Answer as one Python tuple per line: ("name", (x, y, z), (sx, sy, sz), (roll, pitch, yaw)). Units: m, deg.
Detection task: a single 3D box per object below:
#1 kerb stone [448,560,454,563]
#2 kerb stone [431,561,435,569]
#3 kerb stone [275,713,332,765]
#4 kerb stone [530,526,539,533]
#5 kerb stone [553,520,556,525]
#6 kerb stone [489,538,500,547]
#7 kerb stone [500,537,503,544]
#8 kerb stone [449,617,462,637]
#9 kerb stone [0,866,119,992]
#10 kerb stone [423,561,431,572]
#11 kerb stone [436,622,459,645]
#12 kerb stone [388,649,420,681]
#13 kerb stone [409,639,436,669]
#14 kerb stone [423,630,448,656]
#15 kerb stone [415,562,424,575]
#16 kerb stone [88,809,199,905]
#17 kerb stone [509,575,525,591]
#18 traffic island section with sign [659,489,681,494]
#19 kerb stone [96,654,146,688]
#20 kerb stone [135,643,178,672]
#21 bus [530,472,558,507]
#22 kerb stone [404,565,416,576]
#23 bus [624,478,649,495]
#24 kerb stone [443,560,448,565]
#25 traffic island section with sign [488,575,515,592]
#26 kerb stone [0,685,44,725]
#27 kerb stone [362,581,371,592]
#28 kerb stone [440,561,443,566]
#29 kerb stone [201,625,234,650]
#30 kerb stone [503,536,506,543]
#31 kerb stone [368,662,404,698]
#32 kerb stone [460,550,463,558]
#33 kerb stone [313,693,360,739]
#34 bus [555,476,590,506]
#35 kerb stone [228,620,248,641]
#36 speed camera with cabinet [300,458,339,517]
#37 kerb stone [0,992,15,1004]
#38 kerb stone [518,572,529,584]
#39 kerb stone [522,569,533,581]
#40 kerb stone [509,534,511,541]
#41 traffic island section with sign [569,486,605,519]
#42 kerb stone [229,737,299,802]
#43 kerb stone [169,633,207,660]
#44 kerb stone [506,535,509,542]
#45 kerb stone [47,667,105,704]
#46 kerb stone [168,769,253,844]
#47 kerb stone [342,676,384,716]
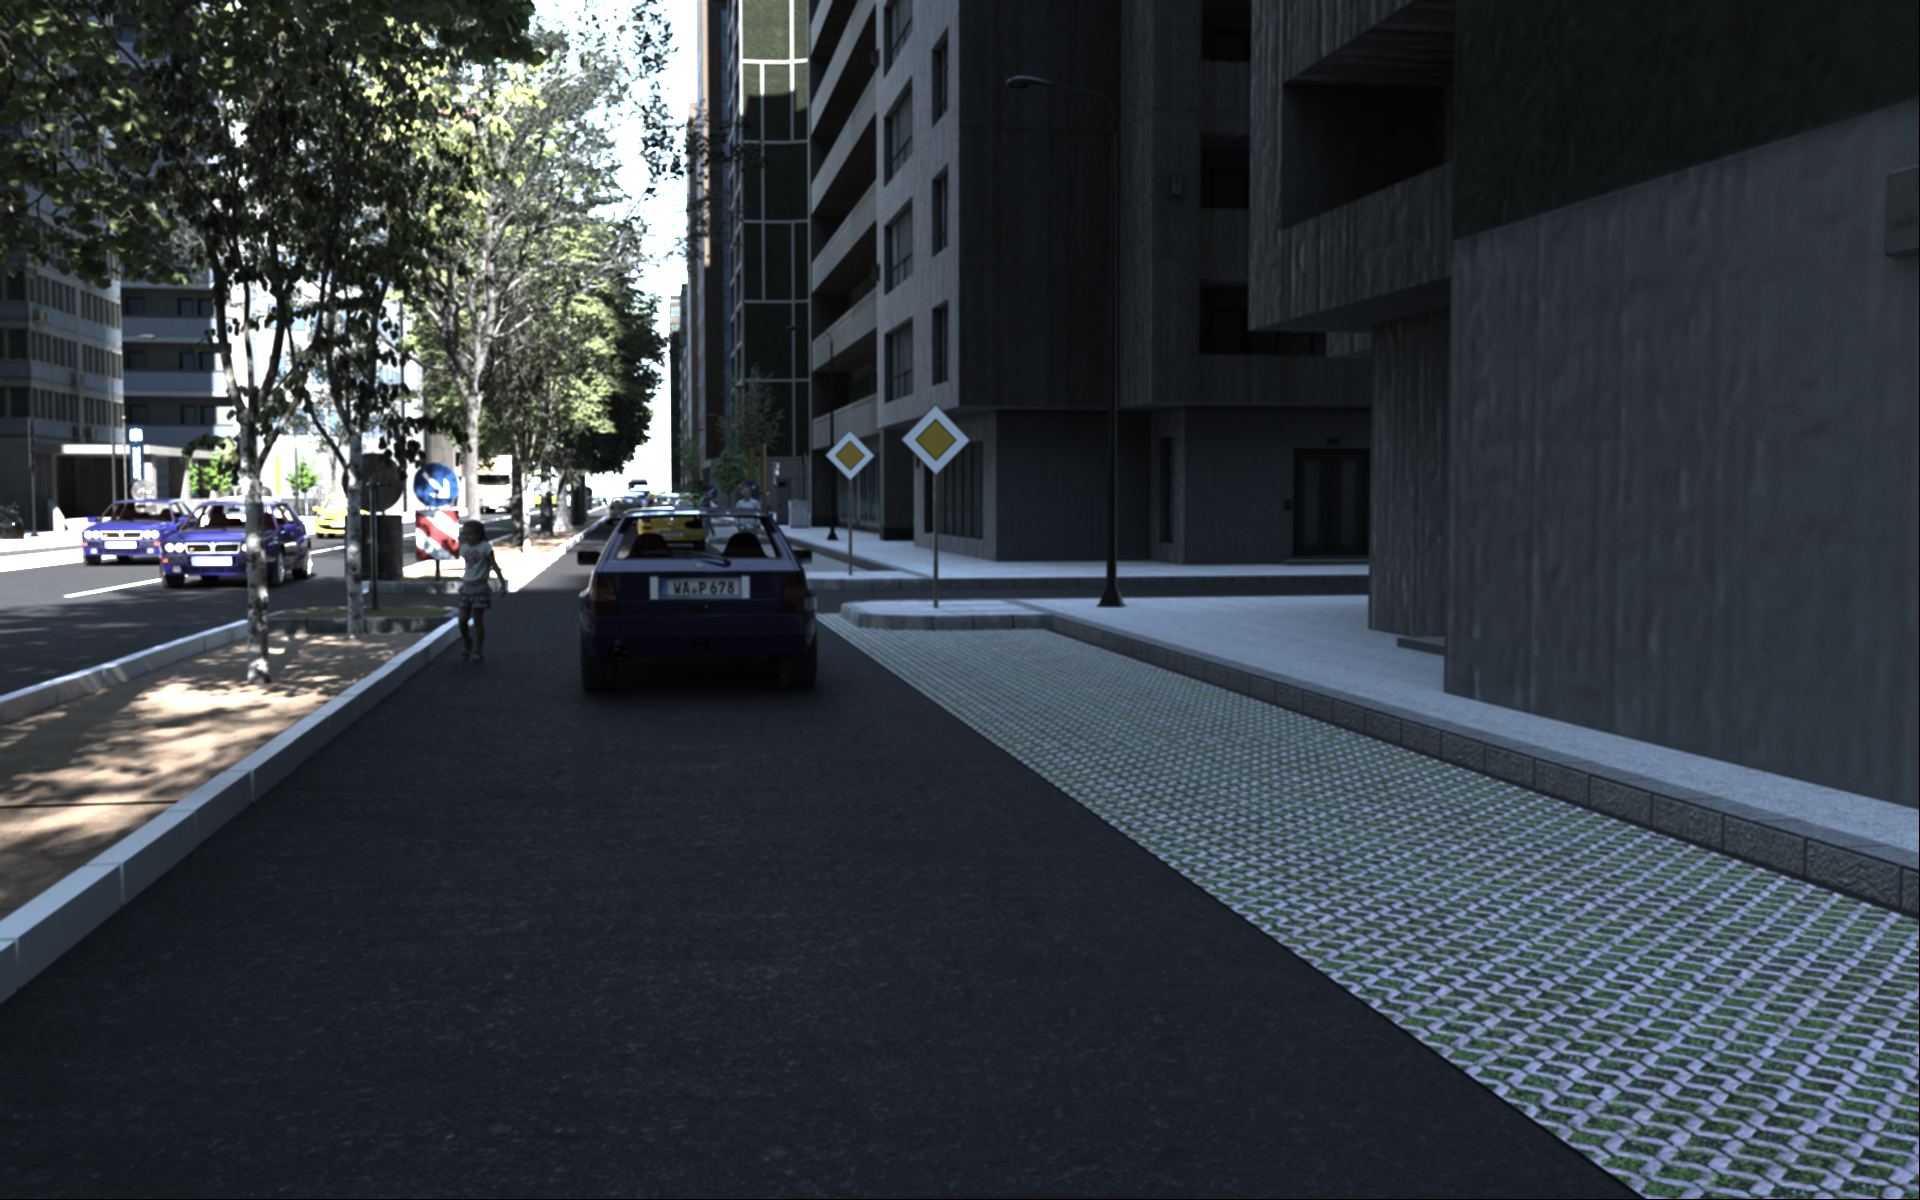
("kerb stone", (-10.651, -0.837, 35.885), (0.120, 0.150, 1.000), (-1, 4, -10))
("kerb stone", (-10.091, -0.652, 32.864), (0.120, 0.150, 1.000), (-1, 4, -10))
("kerb stone", (-3.627, 0.776, 9.541), (0.120, 0.150, 1.000), (-1, 4, -10))
("kerb stone", (-16.270, -2.686, 66.110), (0.120, 0.150, 1.000), (-1, 4, -10))
("kerb stone", (-19.842, -3.858, 85.277), (0.120, 0.150, 1.000), (-1, 4, -10))
("kerb stone", (-12.905, -1.576, 47.968), (0.120, 0.150, 1.000), (-1, 4, -10))
("kerb stone", (-13.087, -1.638, 48.974), (0.120, 0.150, 1.000), (-1, 4, -10))
("kerb stone", (-5.119, 0.286, 17.595), (0.120, 0.150, 1.000), (-1, 4, -10))
("kerb stone", (-2.874, 1.022, 5.493), (0.120, 0.150, 1.000), (-1, 4, -10))
("kerb stone", (-9.902, -0.591, 31.859), (0.120, 0.150, 1.000), (-1, 4, -10))
("kerb stone", (-4.939, 0.343, 16.588), (0.120, 0.150, 1.000), (-1, 4, -10))
("kerb stone", (-4.378, 0.528, 13.569), (0.120, 0.150, 1.000), (-1, 4, -10))
("kerb stone", (-4.554, 0.467, 14.576), (0.120, 0.150, 1.000), (-1, 4, -10))
("kerb stone", (-4.746, 0.404, 15.583), (0.120, 0.150, 1.000), (-1, 4, -10))
("kerb stone", (-9.712, -0.530, 30.855), (0.120, 0.150, 1.000), (-1, 4, -10))
("kerb stone", (-3.061, 0.959, 6.509), (0.120, 0.150, 1.000), (-1, 4, -10))
("kerb stone", (-6.719, -0.245, 26.194), (0.120, 0.150, 1.000), (-1, 4, -10))
("traffic island section with sign", (-25.256, -8.783, 152.224), (1.989, 1.847, 2.006), (-1, 4, -10))
("kerb stone", (-6.427, 0.552, 13.191), (0.120, 0.150, 1.000), (-1, 4, -10))
("kerb stone", (-6.627, 0.489, 14.194), (0.120, 0.150, 1.000), (-1, 4, -10))
("bus", (-45.558, -12.222, 191.375), (2.896, 3.916, 12.252), (-1, 4, -10))
("kerb stone", (-9.539, -0.463, 29.848), (0.120, 0.150, 1.000), (-1, 4, -10))
("bus", (-38.045, -12.784, 203.873), (2.948, 3.499, 13.247), (-1, 4, -11))
("kerb stone", (-10.469, -0.776, 34.875), (0.120, 0.150, 1.000), (-1, 4, -10))
("traffic island section with sign", (-7.756, -1.089, 25.941), (2.006, 1.907, 1.989), (-1, 4, -10))
("kerb stone", (-6.063, 0.674, 11.179), (0.120, 0.150, 1.000), (-1, 4, -10))
("kerb stone", (-8.788, -0.216, 25.795), (0.120, 0.150, 1.000), (-1, 4, -10))
("kerb stone", (-10.281, -0.712, 33.871), (0.120, 0.150, 1.000), (-1, 4, -10))
("kerb stone", (-6.999, 0.366, 16.204), (0.120, 0.150, 1.000), (-1, 4, -10))
("kerb stone", (-13.280, -1.699, 49.979), (0.120, 0.150, 1.000), (-1, 4, -10))
("kerb stone", (-4.182, 0.591, 12.562), (0.120, 0.150, 1.000), (-1, 4, -10))
("kerb stone", (-11.033, -0.960, 37.896), (0.120, 0.150, 1.000), (-1, 4, -10))
("kerb stone", (-3.811, 0.715, 10.547), (0.120, 0.150, 1.000), (-1, 4, -10))
("bus", (-37.426, -10.585, 167.919), (2.948, 3.499, 13.247), (-1, 4, -10))
("kerb stone", (-7.181, 0.309, 17.213), (0.120, 0.150, 1.000), (-1, 4, -10))
("speed camera with cabinet", (-35.657, -6.242, 96.400), (2.038, 3.252, 0.660), (-3, 5, -45))
("kerb stone", (-2.687, 1.087, 4.488), (0.120, 0.150, 1.000), (-1, 4, -10))
("kerb stone", (-6.908, -0.304, 27.202), (0.120, 0.150, 1.000), (-1, 4, -10))
("kerb stone", (-7.097, -0.368, 28.215), (0.120, 0.150, 1.000), (-1, 4, -10))
("kerb stone", (-13.655, -1.820, 51.998), (0.120, 0.150, 1.000), (-1, 4, -10))
("traffic island section with sign", (-21.496, -5.607, 99.817), (2.006, 1.907, 1.989), (-1, 4, -10))
("kerb stone", (-3.435, 0.835, 8.537), (0.120, 0.150, 1.000), (-1, 4, -10))
("kerb stone", (-6.820, 0.429, 15.197), (0.120, 0.150, 1.000), (-1, 4, -10))
("kerb stone", (-13.460, -1.761, 50.985), (0.120, 0.150, 1.000), (-1, 4, -10))
("kerb stone", (-6.248, 0.612, 12.184), (0.120, 0.150, 1.000), (-1, 4, -10))
("kerb stone", (-3.254, 0.898, 7.520), (0.120, 0.150, 1.000), (-1, 4, -10))
("kerb stone", (-3.999, 0.651, 11.556), (0.120, 0.150, 1.000), (-1, 4, -10))
